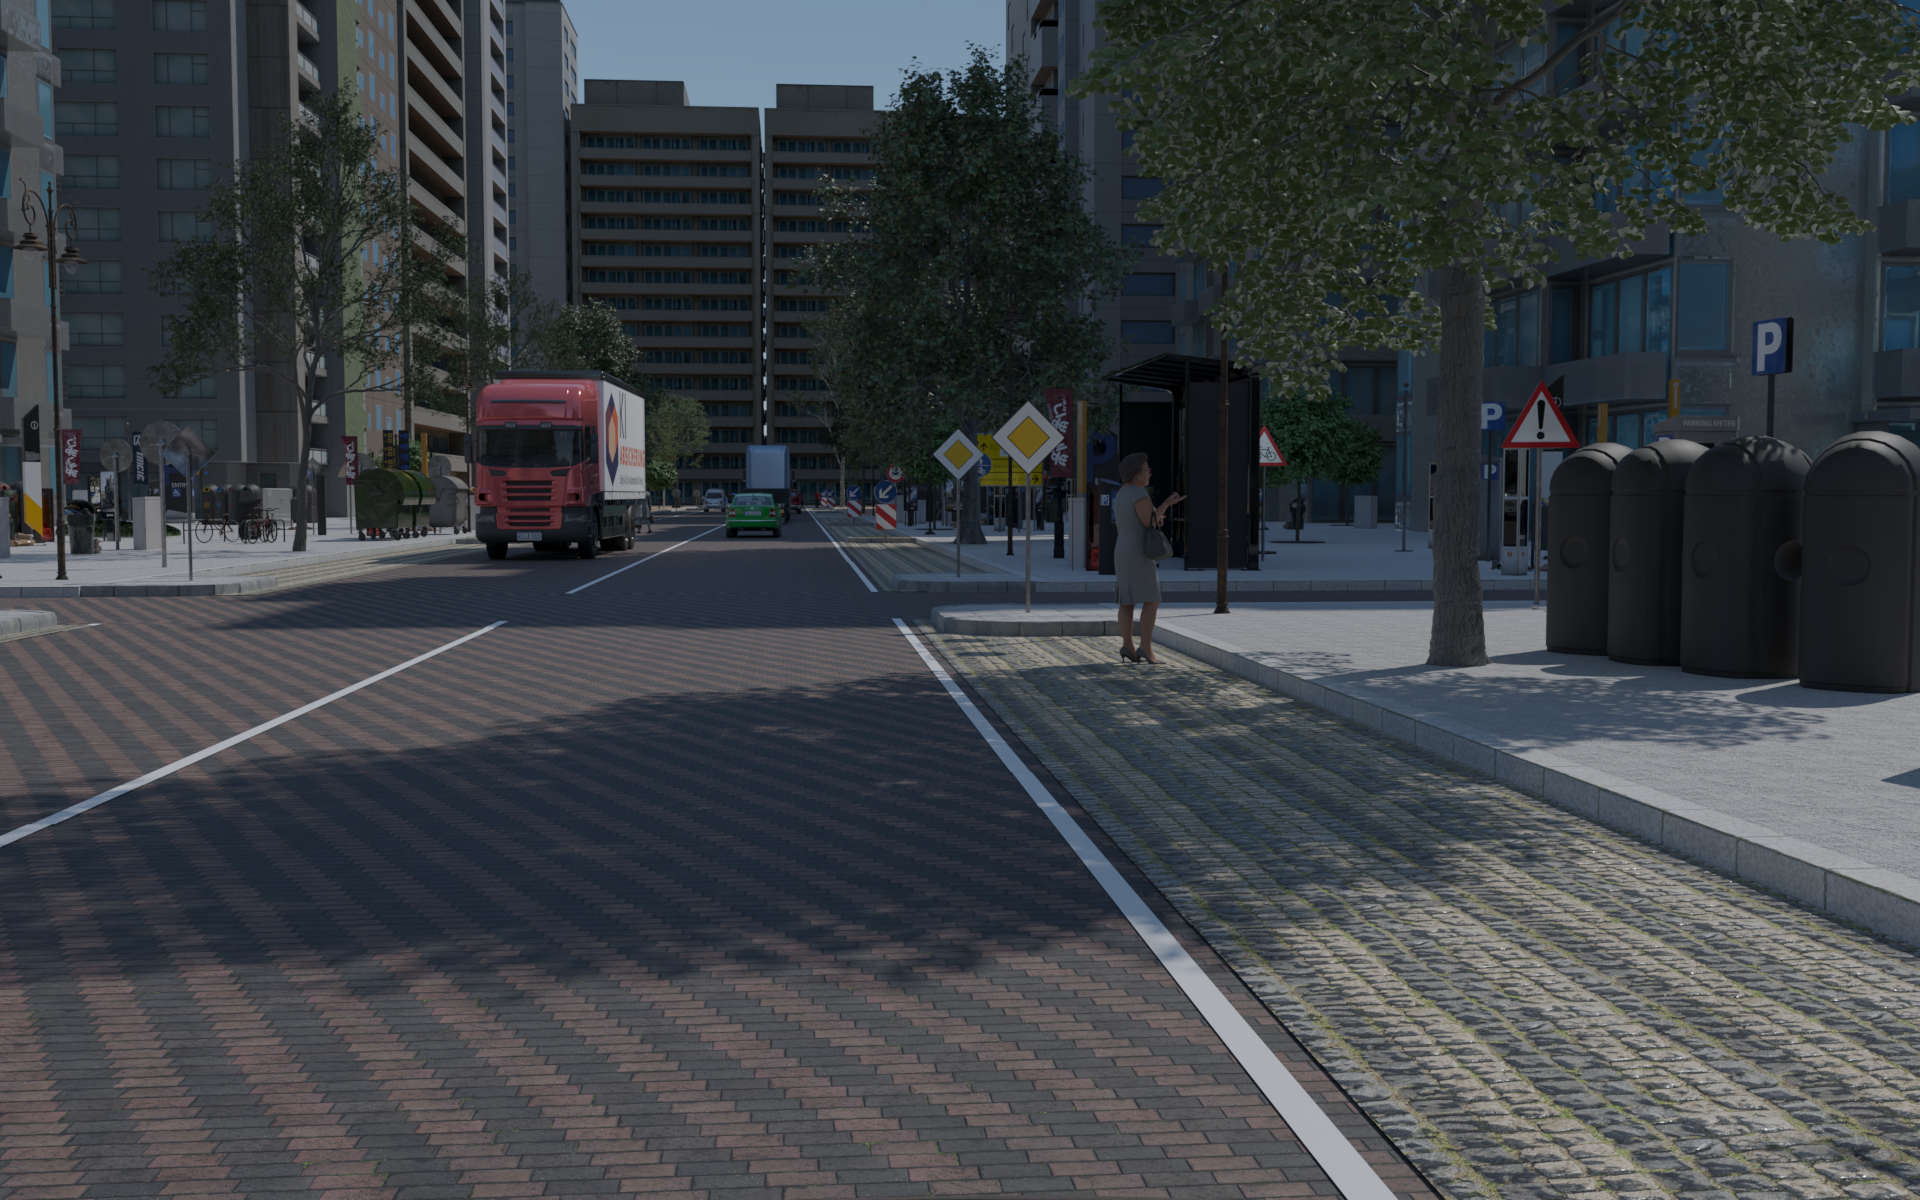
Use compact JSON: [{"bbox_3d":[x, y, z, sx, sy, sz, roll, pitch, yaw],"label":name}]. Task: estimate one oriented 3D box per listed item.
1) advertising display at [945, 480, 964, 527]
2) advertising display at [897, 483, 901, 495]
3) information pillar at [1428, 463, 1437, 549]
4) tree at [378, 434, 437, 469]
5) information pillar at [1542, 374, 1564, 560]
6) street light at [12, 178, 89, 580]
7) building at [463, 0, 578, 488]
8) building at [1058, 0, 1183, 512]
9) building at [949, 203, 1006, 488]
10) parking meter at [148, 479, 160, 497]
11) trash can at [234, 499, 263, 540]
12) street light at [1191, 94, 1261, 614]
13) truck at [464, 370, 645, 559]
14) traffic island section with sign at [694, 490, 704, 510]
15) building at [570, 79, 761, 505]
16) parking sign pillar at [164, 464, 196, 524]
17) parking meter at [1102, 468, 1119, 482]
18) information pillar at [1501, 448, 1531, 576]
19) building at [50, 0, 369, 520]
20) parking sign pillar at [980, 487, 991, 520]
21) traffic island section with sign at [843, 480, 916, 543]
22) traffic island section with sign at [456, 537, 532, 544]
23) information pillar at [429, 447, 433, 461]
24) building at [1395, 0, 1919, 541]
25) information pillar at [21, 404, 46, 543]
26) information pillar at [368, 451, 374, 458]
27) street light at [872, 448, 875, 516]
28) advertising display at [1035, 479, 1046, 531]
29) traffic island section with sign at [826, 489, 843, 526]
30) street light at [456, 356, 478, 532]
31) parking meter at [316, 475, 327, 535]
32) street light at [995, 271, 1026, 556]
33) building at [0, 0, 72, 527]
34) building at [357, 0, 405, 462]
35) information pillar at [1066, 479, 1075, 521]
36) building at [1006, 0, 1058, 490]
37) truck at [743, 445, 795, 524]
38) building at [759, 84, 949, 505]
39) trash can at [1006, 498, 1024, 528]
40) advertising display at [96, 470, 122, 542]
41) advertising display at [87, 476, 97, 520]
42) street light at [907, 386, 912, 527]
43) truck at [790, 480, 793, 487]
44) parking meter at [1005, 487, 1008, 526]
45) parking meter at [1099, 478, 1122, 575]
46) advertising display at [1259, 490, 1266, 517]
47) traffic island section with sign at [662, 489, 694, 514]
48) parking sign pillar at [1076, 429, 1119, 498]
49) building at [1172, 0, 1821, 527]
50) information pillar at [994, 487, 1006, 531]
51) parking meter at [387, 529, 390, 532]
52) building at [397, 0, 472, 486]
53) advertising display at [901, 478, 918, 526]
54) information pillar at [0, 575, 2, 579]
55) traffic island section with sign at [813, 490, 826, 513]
[{"bbox_3d":[-0.099,-3.826,67.773,0.974,1.923,0.123,0,4,4],"label":"advertising display"},{"bbox_3d":[-3.148,-5.848,100.832,0.974,1.923,0.123,-1,4,-9],"label":"advertising display"},{"bbox_3d":[11.231,-2.216,40.718,0.304,2.012,0.304,-3,4,-39],"label":"information pillar"},{"bbox_3d":[-28.834,-6.505,90.073,4.285,4.588,4.351,0,3,0],"label":"tree"},{"bbox_3d":[11.545,-2.601,33.883,0.504,3.616,0.183,1,4,12],"label":"information pillar"},{"bbox_3d":[-13.445,-3.239,25.753,0.468,5.910,1.993,0,4,-5],"label":"street light"},{"bbox_3d":[-59.471,-40.510,204.338,28.212,58.520,21.231,0,4,-5],"label":"building"},{"bbox_3d":[17.513,-35.525,122.838,21.231,58.520,28.212,0,4,-5],"label":"building"},{"bbox_3d":[5.377,-34.107,207.764,14.200,45.320,14.600,0,4,-5],"label":"building"},{"bbox_3d":[-32.083,-3.871,69.008,0.255,1.863,0.399,3,5,41],"label":"parking meter"},{"bbox_3d":[-20.054,-2.276,48.864,0.748,1.137,0.748,0,3,0],"label":"trash can"},{"bbox_3d":[2.819,-2.794,18.464,0.468,5.910,1.993,0,4,-5],"label":"street light"},{"bbox_3d":[-9.446,-3.221,41.585,2.839,4.237,11.283,0,4,-4],"label":"truck"},{"bbox_3d":[-23.310,-8.878,153.782,1.989,1.847,2.006,0,4,-5],"label":"traffic island section with sign"},{"bbox_3d":[-34.230,-35.670,206.914,21.600,48.544,21.300,0,4,-5],"label":"building"},{"bbox_3d":[-34.264,-5.341,75.800,1.447,3.967,1.447,-1,4,-11],"label":"parking sign pillar"},{"bbox_3d":[3.384,-2.028,38.865,0.255,1.863,0.399,-2,4,-34],"label":"parking meter"},{"bbox_3d":[8.756,-1.395,27.297,0.304,2.012,0.304,-3,5,-41],"label":"information pillar"},{"bbox_3d":[-40.098,-24.886,90.486,14.154,41.232,14.086,0,4,-5],"label":"building"},{"bbox_3d":[0.665,-5.235,74.067,1.447,3.967,1.447,1,4,21],"label":"parking sign pillar"},{"bbox_3d":[-2.341,-2.603,51.184,1.989,1.847,2.006,0,4,-5],"label":"traffic island section with sign"},{"bbox_3d":[-13.415,-2.539,50.140,1.989,1.847,2.006,0,4,-5],"label":"traffic island section with sign"},{"bbox_3d":[-26.342,-5.807,86.305,0.183,3.616,0.504,-2,4,-26],"label":"information pillar"},{"bbox_3d":[29.048,-26.406,51.345,30.456,49.044,23.786,0,4,-5],"label":"building"},{"bbox_3d":[-24.070,-3.277,44.940,0.183,3.616,0.504,1,4,22],"label":"information pillar"},{"bbox_3d":[-32.125,-6.297,94.303,0.504,3.616,0.183,-1,4,-10],"label":"information pillar"},{"bbox_3d":[-5.071,-7.856,101.234,0.468,5.910,1.993,0,4,-5],"label":"street light"},{"bbox_3d":[2.835,-3.418,61.102,0.123,1.923,0.974,-1,4,-13],"label":"advertising display"},{"bbox_3d":[-4.905,-4.244,78.017,1.989,1.847,2.006,0,4,-5],"label":"traffic island section with sign"},{"bbox_3d":[-16.499,-5.215,58.053,0.468,5.910,1.993,0,4,-5],"label":"street light"},{"bbox_3d":[-19.875,-2.948,53.916,0.255,1.863,0.399,-1,4,-19],"label":"parking meter"},{"bbox_3d":[1.047,-3.867,36.017,0.468,5.910,1.993,0,4,-5],"label":"street light"},{"bbox_3d":[-44.018,-26.573,54.075,23.786,49.044,30.456,0,4,-5],"label":"building"},{"bbox_3d":[-42.581,-27.808,104.773,14.600,45.320,14.200,0,4,-5],"label":"building"},{"bbox_3d":[5.326,-4.816,83.241,0.304,2.012,0.304,3,5,42],"label":"information pillar"},{"bbox_3d":[18.840,-34.363,151.067,28.713,52.752,27.495,0,4,-5],"label":"building"},{"bbox_3d":[-10.144,-6.131,90.000,2.967,4.110,18.799,0,4,-5],"label":"truck"},{"bbox_3d":[-12.748,-35.809,209.176,21.600,48.544,21.300,0,4,-5],"label":"building"},{"bbox_3d":[2.089,-3.310,65.775,0.748,1.137,0.748,0,3,0],"label":"trash can"},{"bbox_3d":[-23.009,-2.552,46.934,0.974,1.923,0.123,3,4,38],"label":"advertising display"},{"bbox_3d":[-30.126,-3.391,60.658,0.123,1.923,0.974,1,4,17],"label":"advertising display"},{"bbox_3d":[-1.992,-5.843,68.318,0.468,5.910,1.993,0,4,-5],"label":"street light"},{"bbox_3d":[-16.122,-9.906,150.875,2.839,4.237,11.283,0,4,-4],"label":"truck"},{"bbox_3d":[1.801,-3.907,69.593,0.255,1.863,0.399,2,4,35],"label":"parking meter"},{"bbox_3d":[2.393,-1.170,27.535,0.372,1.533,0.369,0,3,0],"label":"parking meter"},{"bbox_3d":[8.739,-2.874,52.205,0.974,1.923,0.123,1,4,18],"label":"advertising display"},{"bbox_3d":[-20.745,-7.237,126.948,1.989,1.847,2.006,0,4,-5],"label":"traffic island section with sign"},{"bbox_3d":[4.263,-3.968,53.341,1.447,3.967,1.447,-1,4,-16],"label":"parking sign pillar"},{"bbox_3d":[23.506,-28.656,88.132,23.786,49.044,30.456,0,4,-5],"label":"building"},{"bbox_3d":[1.377,-3.400,60.075,0.304,2.012,0.304,2,4,34],"label":"information pillar"},{"bbox_3d":[-18.994,-3.032,57.989,0.372,1.533,0.369,0,3,0],"label":"parking meter"},{"bbox_3d":[-47.665,-30.485,122.139,21.300,48.544,21.600,0,4,-5],"label":"building"},{"bbox_3d":[-1.996,-3.968,70.095,0.123,1.923,0.974,2,4,28],"label":"advertising display"},{"bbox_3d":[-14.739,-2.138,26.305,0.183,3.616,0.504,-2,4,-34],"label":"information pillar"},{"bbox_3d":[-9.673,-7.301,127.992,1.989,1.847,2.006,0,4,-5],"label":"traffic island section with sign"}]
